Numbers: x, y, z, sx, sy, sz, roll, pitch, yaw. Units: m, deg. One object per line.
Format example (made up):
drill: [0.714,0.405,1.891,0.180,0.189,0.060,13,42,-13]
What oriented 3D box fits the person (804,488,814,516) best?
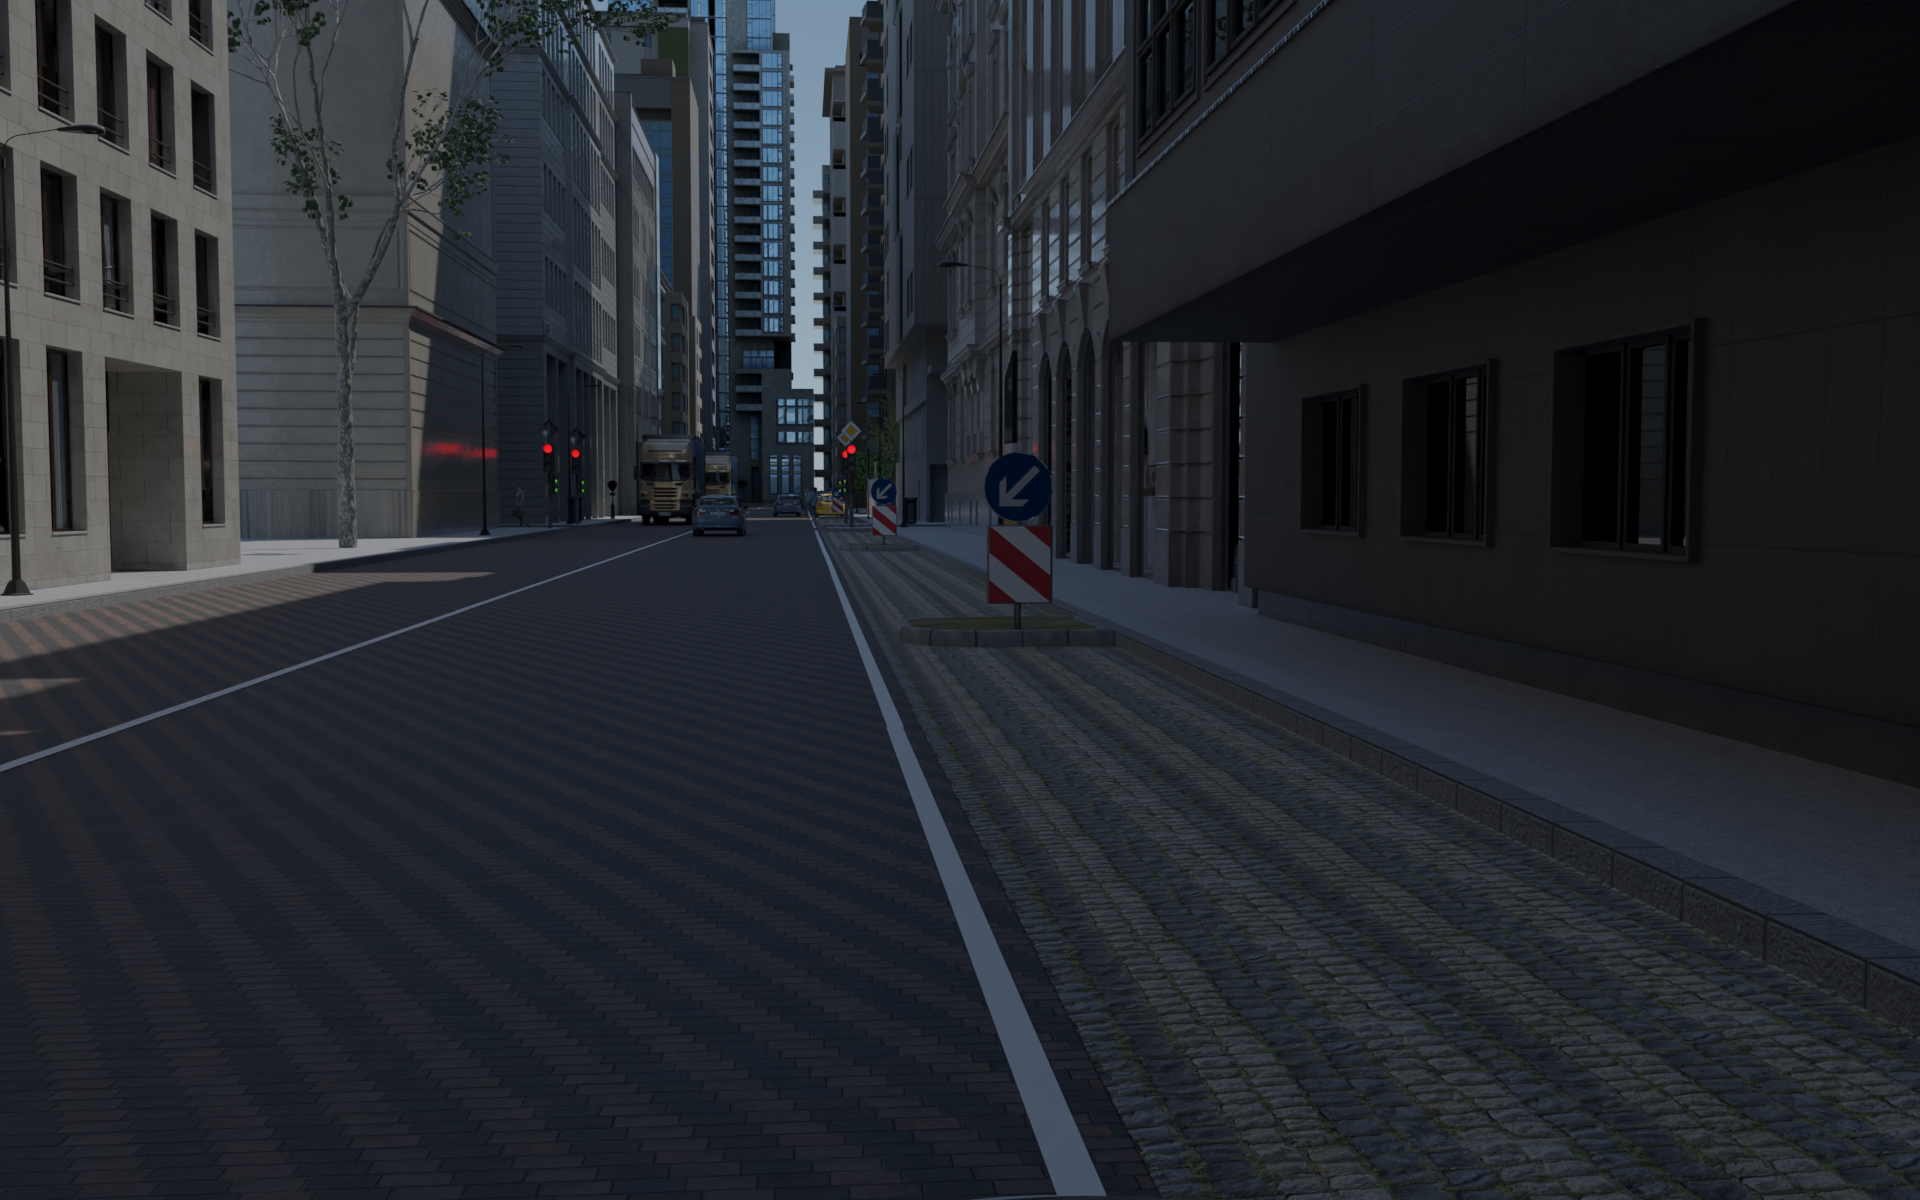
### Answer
person: [-9.963,-6.484,114.384,0.748,1.841,0.638,1,4,16]

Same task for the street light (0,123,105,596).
street light: [-11.422,-3.015,21.830,1.470,5.913,1.316,0,4,-5]

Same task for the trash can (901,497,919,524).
trash can: [-2.136,-3.808,73.914,0.748,1.137,0.748,0,3,0]

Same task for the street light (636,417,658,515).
street light: [-18.836,-8.050,104.162,1.470,5.913,1.316,0,4,-5]

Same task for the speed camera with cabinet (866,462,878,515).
speed camera with cabinet: [-5.428,-6.861,106.512,0.660,3.252,2.038,0,4,-6]

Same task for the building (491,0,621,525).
building: [-24.151,-18.883,86.234,11.434,29.767,29.804,0,4,-5]

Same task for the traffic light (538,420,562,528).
traffic light: [-15.432,-4.663,65.156,0.839,4.253,0.868,0,4,-5]

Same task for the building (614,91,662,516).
building: [-26.146,-17.947,111.448,12.078,24.808,19.932,0,4,-5]

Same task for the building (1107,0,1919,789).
building: [9.555,-13.012,6.250,14.314,27.812,24.014,0,4,-5]

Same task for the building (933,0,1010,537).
building: [6.625,-16.363,54.925,14.401,28.519,23.554,0,4,-5]

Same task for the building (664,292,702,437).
building: [-38.833,-19.344,161.311,27.650,21.520,28.899,0,4,-5]

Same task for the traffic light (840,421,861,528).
traffic light: [-4.169,-4.727,66.201,0.839,4.253,0.868,0,4,-5]

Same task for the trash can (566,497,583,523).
trash can: [-16.971,-3.954,76.298,0.748,1.137,0.748,0,3,0]

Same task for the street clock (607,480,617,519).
street clock: [-18.046,-5.221,89.938,0.471,2.002,0.358,-2,4,-30]

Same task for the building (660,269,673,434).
building: [-28.403,-18.088,131.899,11.583,22.565,21.152,0,4,-5]

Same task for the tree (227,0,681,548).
tree: [-13.221,-11.268,40.121,12.611,20.169,13.585,0,3,0]

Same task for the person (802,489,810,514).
person: [-10.778,-6.891,121.444,0.520,1.790,0.573,-2,4,-31]

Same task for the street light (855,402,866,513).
street light: [-4.566,-7.009,87.143,1.470,5.913,1.316,0,4,-5]

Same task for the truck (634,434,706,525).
truck: [-13.849,-5.794,83.648,2.839,4.237,11.283,0,4,-5]

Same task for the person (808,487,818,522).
person: [-7.539,-4.911,89.067,0.793,1.790,0.793,1,4,10]

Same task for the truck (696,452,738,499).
truck: [-16.682,-7.931,118.587,2.839,4.237,11.283,0,4,-5]

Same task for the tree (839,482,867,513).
tree: [-6.650,-7.384,115.335,1.663,3.219,1.824,0,3,0]

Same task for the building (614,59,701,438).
building: [-34.787,-32.565,182.553,14.600,45.320,14.200,0,4,-5]

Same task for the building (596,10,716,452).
building: [-44.210,-40.893,210.606,28.212,58.520,21.231,0,4,-5]

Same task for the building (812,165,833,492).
building: [-5.490,-38.252,245.035,30.456,49.044,23.786,0,4,-5]

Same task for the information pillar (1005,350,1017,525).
information pillar: [0.839,-2.268,28.440,0.183,3.616,0.504,-1,4,-14]

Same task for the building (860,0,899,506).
building: [3.523,-29.404,135.377,22.147,44.769,28.867,0,4,-5]

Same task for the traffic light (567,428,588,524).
traffic light: [-16.161,-5.149,73.108,0.839,4.253,0.868,0,4,-5]

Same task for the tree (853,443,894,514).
tree: [-5.760,-7.811,111.417,4.285,4.588,4.351,0,3,0]

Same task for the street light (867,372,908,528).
street light: [-2.702,-5.736,66.322,1.470,5.913,1.316,0,4,-5]

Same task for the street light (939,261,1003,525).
street light: [0.276,-3.803,34.719,1.470,5.913,1.316,0,4,-5]

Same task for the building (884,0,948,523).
building: [9.672,-30.543,88.623,27.495,52.752,28.713,0,4,-5]

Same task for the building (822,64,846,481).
building: [-2.186,-38.076,211.776,28.713,52.752,27.495,0,4,-5]

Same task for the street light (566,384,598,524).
street light: [-15.944,-6.148,73.053,1.470,5.913,1.316,0,4,-5]

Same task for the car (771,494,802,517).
car: [-11.102,-6.066,111.182,2.014,1.417,4.499,0,4,-7]

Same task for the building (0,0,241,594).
building: [-17.570,-10.246,22.281,10.420,20.320,16.860,0,4,-5]

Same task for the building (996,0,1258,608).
building: [8.063,-11.557,30.755,13.314,21.916,24.055,0,4,-5]

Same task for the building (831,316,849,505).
building: [0.450,-20.748,184.274,27.650,21.520,28.899,0,4,-5]

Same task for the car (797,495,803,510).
car: [-15.457,-9.068,160.843,1.945,1.354,3.894,0,4,-5]

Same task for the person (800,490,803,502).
person: [-15.541,-9.842,169.506,0.705,1.814,1.350,1,4,17]

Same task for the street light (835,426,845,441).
street light: [-7.559,-8.898,118.019,1.470,5.913,1.316,0,4,-5]

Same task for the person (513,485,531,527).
person: [-17.838,-3.766,70.194,0.853,1.813,0.709,-3,5,-42]

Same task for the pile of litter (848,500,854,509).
pile of litter: [-9.449,-8.130,146.895,1.176,0.858,1.719,0,4,-6]

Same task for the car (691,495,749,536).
car: [-8.353,-2.949,60.218,2.014,1.417,4.499,0,4,-5]

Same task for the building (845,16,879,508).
building: [-3.520,-31.283,161.586,14.600,45.320,14.200,0,4,-5]

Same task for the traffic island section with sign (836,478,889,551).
traffic island section with sign: [-2.069,-2.157,43.903,1.989,1.847,2.006,0,4,-5]

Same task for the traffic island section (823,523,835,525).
traffic island section: [-4.857,-3.180,74.271,2.009,0.180,2.903,0,4,-5]

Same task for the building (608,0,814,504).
building: [-36.028,-56.717,239.988,31.000,86.520,22.319,0,4,-5]

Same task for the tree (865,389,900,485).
tree: [-4.296,-10.292,118.635,4.737,8.622,4.395,0,3,0]

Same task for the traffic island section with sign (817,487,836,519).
traffic island section with sign: [-7.099,-5.513,98.768,1.989,1.847,2.006,0,4,-5]

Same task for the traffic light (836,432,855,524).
traffic light: [-4.898,-5.213,74.153,0.839,4.253,0.868,0,4,-5]

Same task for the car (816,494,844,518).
car: [-7.777,-5.717,103.698,2.015,1.641,3.980,0,4,-6]

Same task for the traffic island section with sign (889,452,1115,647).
traffic island section with sign: [0.377,-0.516,17.058,1.989,1.847,2.006,0,4,-5]

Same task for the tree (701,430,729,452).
tree: [-28.345,-15.230,199.371,4.360,8.622,3.978,0,3,0]

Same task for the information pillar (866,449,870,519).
information pillar: [-4.736,-5.996,89.392,0.183,3.616,0.504,0,4,-6]

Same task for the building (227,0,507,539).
building: [-30.696,-13.591,55.497,30.059,22.955,16.112,0,4,-5]

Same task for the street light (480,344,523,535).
street light: [-14.227,-4.964,53.696,1.470,5.913,1.316,0,4,-5]

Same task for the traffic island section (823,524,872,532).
traffic island section: [-4.128,-2.693,66.319,2.009,0.180,2.903,0,4,-5]

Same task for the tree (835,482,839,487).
tree: [-9.957,-9.691,153.053,1.663,3.219,1.824,0,3,0]
